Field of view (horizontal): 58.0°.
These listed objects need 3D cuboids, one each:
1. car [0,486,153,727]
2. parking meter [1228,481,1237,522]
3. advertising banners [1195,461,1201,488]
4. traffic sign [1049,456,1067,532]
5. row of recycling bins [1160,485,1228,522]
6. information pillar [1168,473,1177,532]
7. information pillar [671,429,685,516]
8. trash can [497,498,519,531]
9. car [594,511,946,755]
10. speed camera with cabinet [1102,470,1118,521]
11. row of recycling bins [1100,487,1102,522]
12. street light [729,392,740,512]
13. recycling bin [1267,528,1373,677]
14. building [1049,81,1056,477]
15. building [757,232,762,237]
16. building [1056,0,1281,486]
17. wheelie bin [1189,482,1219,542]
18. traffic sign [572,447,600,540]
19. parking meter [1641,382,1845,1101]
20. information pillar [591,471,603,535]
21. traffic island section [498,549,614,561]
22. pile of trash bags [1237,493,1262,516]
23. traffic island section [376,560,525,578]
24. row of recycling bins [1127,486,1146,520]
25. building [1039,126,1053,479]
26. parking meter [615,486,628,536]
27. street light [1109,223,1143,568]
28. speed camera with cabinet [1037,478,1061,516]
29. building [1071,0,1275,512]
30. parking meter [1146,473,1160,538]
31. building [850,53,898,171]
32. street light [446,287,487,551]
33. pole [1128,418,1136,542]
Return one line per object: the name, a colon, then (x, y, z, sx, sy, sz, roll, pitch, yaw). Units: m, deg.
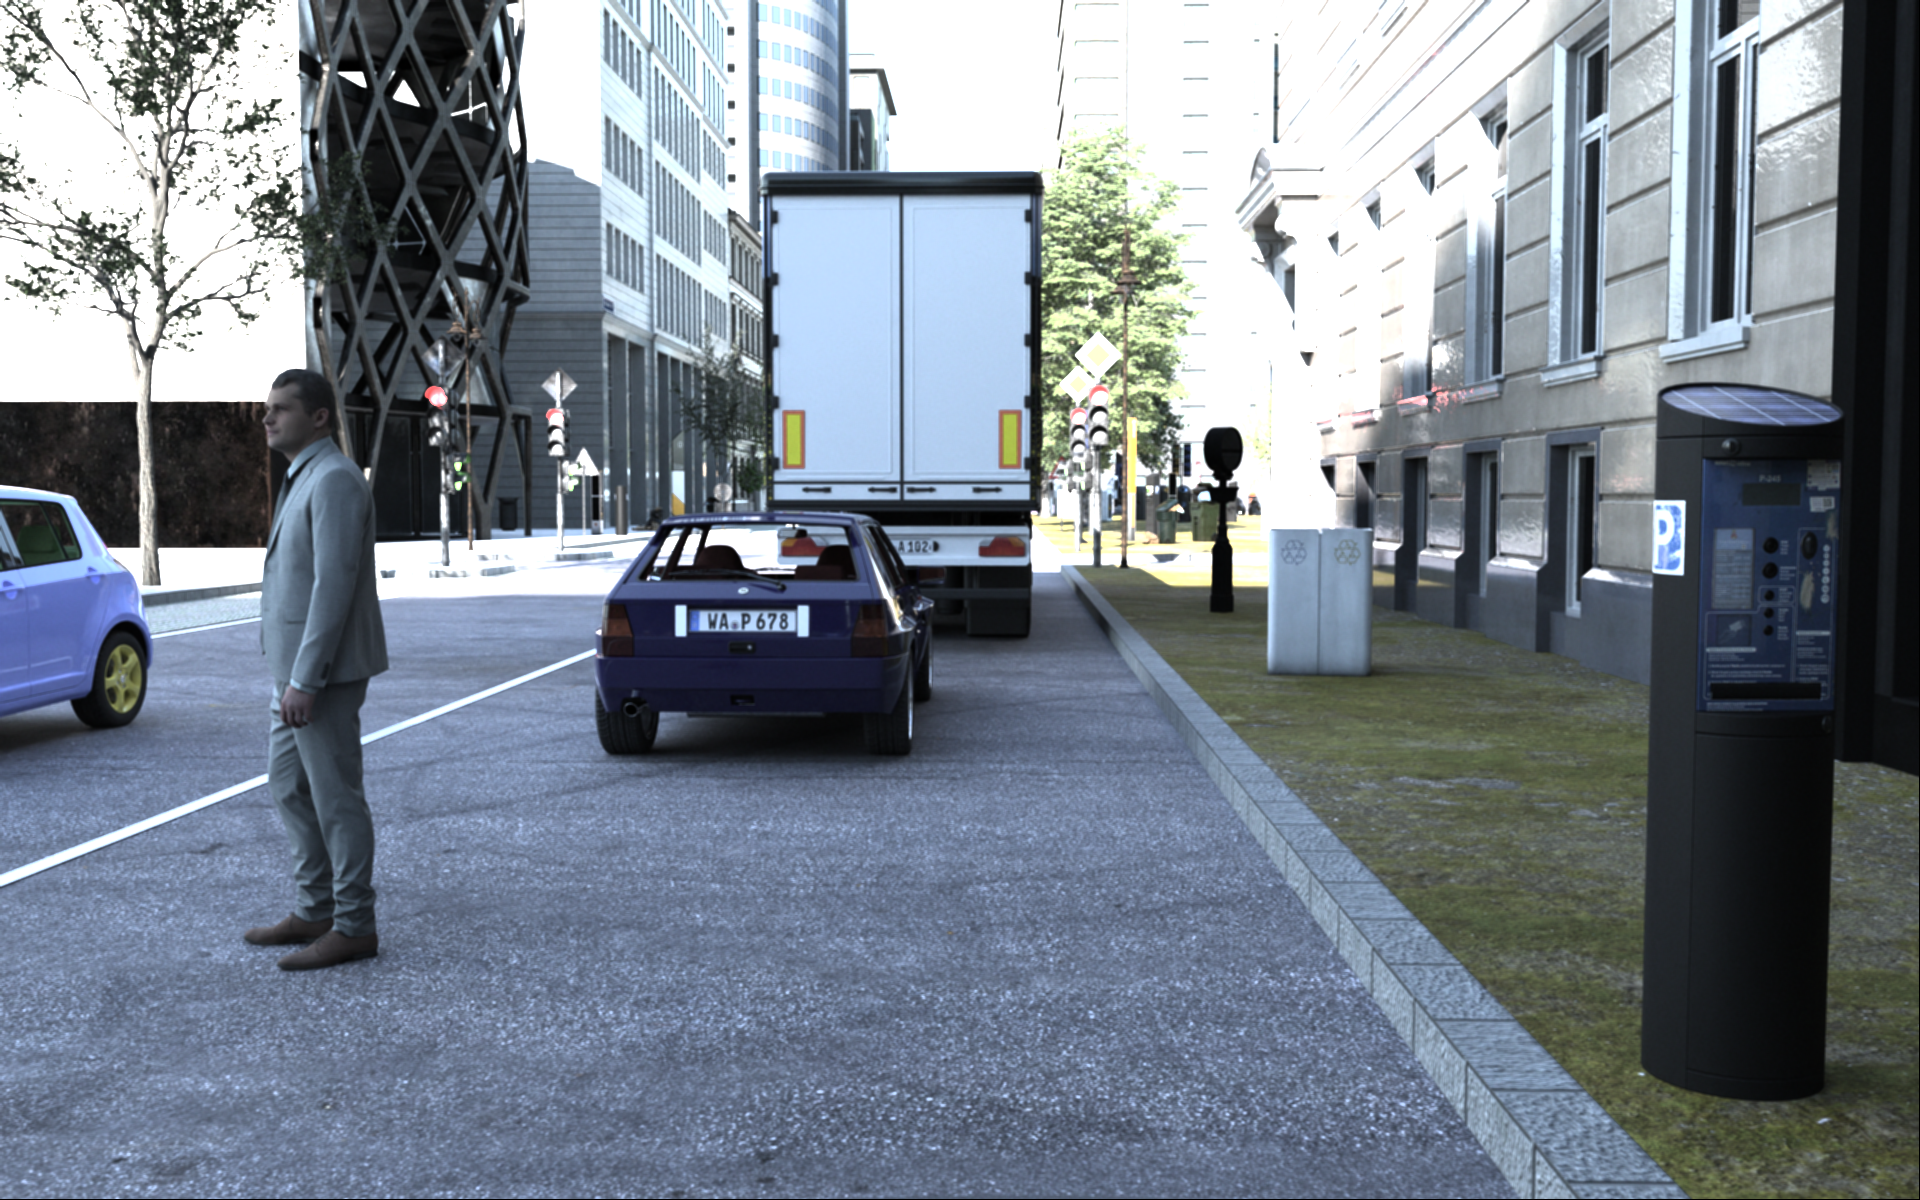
car: (-6.040, 0.010, 9.422, 1.945, 1.707, 3.694, 0, 4, 3)
parking meter: (12.322, -4.442, 78.341, 0.399, 1.863, 0.255, 2, 4, 27)
advertising banners: (12.934, -5.800, 91.012, 0.090, 3.025, 2.074, 3, 5, 43)
traffic sign: (3.461, -3.606, 58.955, 0.884, 2.594, 0.081, 1, 4, 9)
row of recycling bins: (10.618, -4.412, 79.256, 3.534, 1.692, 1.069, 0, 4, 4)
information pillar: (7.282, -3.356, 59.355, 0.304, 2.012, 0.304, 0, 4, 6)
information pillar: (-10.191, -4.362, 62.670, 0.504, 3.616, 0.183, -3, 5, -40)
trash can: (-15.830, -2.999, 60.693, 0.748, 1.137, 0.748, 0, 3, 0)
car: (-1.080, 0.105, 10.871, 1.945, 1.354, 3.894, 0, 4, 2)
speed camera with cabinet: (6.993, -5.381, 82.311, 0.660, 3.252, 2.038, 1, 4, 19)
row of recycling bins: (5.902, -4.338, 78.042, 1.069, 1.692, 3.534, 0, 4, 5)
street light: (-9.997, -6.339, 76.435, 0.468, 5.910, 1.993, 0, 4, 1)
recycling bin: (2.603, 0.001, 12.542, 0.722, 1.027, 0.722, 1, 4, 11)
building: (20.558, -33.740, 171.253, 23.786, 49.044, 30.456, 0, 4, 1)
building: (-24.828, -17.381, 129.220, 27.650, 21.520, 28.899, 0, 4, 1)
building: (19.006, -31.903, 145.320, 21.300, 48.544, 21.600, 0, 4, 1)
wheelie bin: (6.560, -2.355, 46.415, 0.693, 1.594, 0.980, -2, 4, -26)
traffic sign: (-10.497, -2.956, 48.331, 0.884, 2.594, 0.081, 0, 4, 2)
parking meter: (1.709, 0.282, 3.793, 0.372, 1.533, 0.369, 0, 3, 0)
information pillar: (-11.360, -3.041, 54.210, 0.304, 2.012, 0.304, 0, 4, 6)
traffic island section: (-8.917, -0.999, 38.620, 2.009, 0.180, 2.903, 0, 4, 1)
pile of trash bags: (17.169, -5.710, 103.118, 1.912, 1.369, 3.447, 1, 4, 19)
traffic island section: (-9.114, -0.511, 30.637, 2.009, 0.180, 2.903, 0, 4, 1)
row of recycling bins: (8.992, -4.821, 85.943, 1.069, 1.692, 3.534, 1, 4, 15)
building: (20.728, -36.319, 217.509, 21.300, 48.544, 21.600, 0, 4, 1)
parking meter: (-10.387, -2.735, 53.129, 0.372, 1.533, 0.369, 0, 3, 0)
street light: (2.845, -3.491, 29.860, 0.468, 5.910, 1.993, 0, 4, 1)
speed camera with cabinet: (5.241, -6.558, 101.556, 0.660, 3.252, 2.038, -2, 4, -26)
building: (15.143, -27.170, 127.823, 14.154, 41.232, 14.086, 0, 4, 1)
parking meter: (5.304, -2.565, 47.651, 0.255, 1.863, 0.399, 3, 4, 37)
building: (-22.582, -38.121, 212.523, 28.713, 52.752, 27.495, 0, 4, 1)
street light: (-11.003, -4.036, 38.781, 0.468, 5.910, 1.993, 0, 4, 1)
pole: (4.632, -3.230, 46.654, 0.158, 3.312, 0.155, 0, 3, 0)
